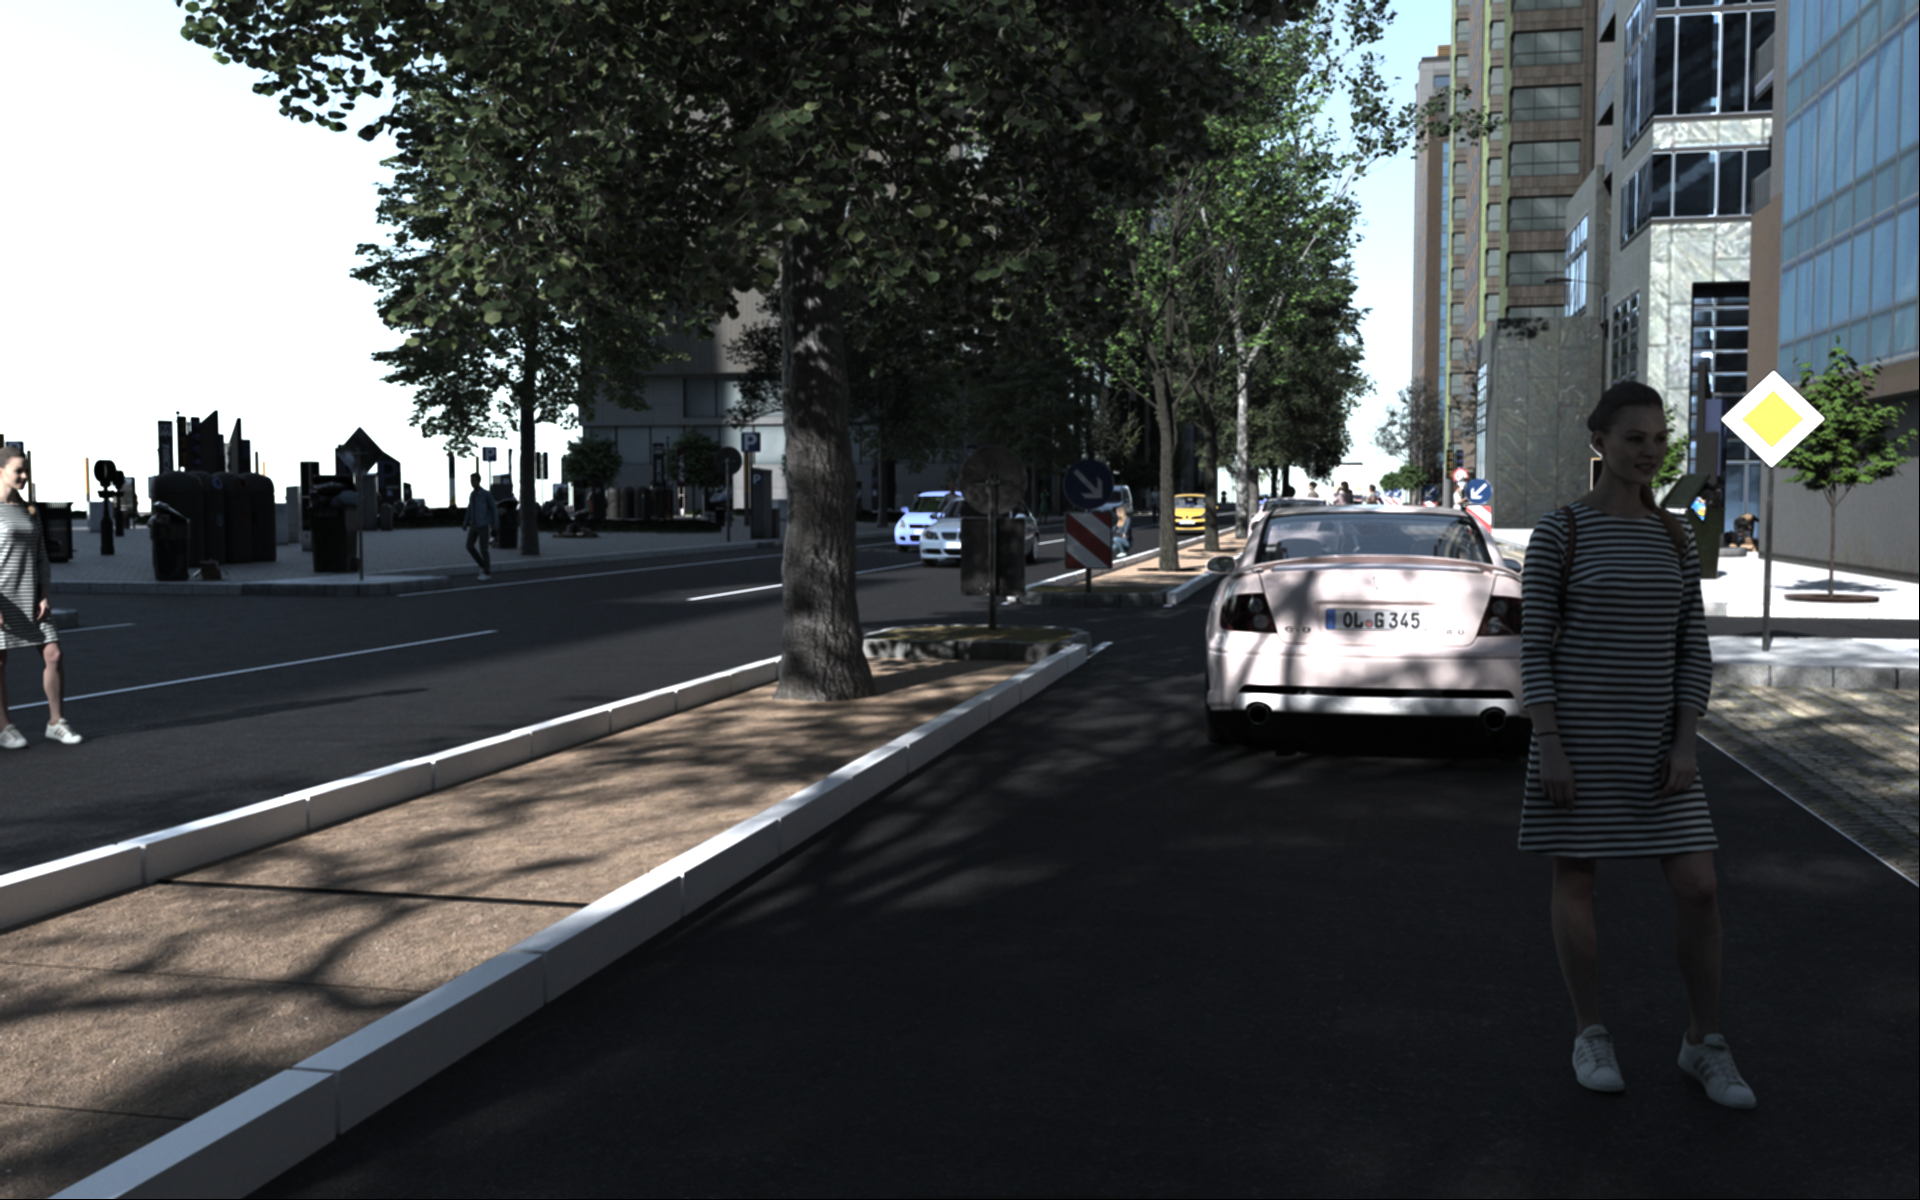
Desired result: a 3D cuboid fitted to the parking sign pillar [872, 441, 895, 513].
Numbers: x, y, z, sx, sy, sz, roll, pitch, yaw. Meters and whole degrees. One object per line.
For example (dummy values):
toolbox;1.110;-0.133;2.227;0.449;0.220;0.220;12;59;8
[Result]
parking sign pillar;-3.845;-6.029;87.048;1.447;3.967;1.447;3;5;40

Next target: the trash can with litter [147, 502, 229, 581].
trash can with litter;-11.544;-0.887;25.892;1.055;1.170;0.624;-2;4;-31

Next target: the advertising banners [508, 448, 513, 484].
advertising banners;-17.220;-4.240;65.505;0.090;3.025;2.074;0;4;4

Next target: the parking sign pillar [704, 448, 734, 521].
parking sign pillar;-11.593;-5.793;83.180;1.447;3.967;1.447;0;4;6

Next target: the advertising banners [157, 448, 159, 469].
advertising banners;-30.818;-4.349;67.296;0.090;3.025;2.074;0;4;-6

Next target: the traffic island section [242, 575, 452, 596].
traffic island section;-8.949;-0.218;25.842;2.009;0.180;2.903;1;4;13

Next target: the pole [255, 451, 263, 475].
pole;-33.448;-5.420;82.459;0.158;3.312;0.155;0;3;0

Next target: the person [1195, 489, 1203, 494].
person;15.003;-6.091;108.894;0.742;1.727;0.445;3;4;36

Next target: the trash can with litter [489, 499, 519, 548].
trash can with litter;-10.877;-1.815;41.062;0.624;1.170;1.055;-3;5;-39

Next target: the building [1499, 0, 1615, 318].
building;33.948;-19.212;85.818;14.160;30.474;14.107;1;4;13

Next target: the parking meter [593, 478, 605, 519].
parking meter;-13.249;-3.540;63.591;0.399;1.863;0.255;0;4;2

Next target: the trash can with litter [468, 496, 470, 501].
trash can with litter;-24.068;-4.497;84.582;1.678;1.210;2.233;0;4;1

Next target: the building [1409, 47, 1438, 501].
building;71.686;-42.257;232.898;21.231;58.520;28.212;1;4;13

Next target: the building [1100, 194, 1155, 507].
building;10.413;-24.056;165.023;14.160;30.474;14.107;1;4;13

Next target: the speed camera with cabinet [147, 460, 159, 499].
speed camera with cabinet;-38.947;-5.557;85.197;0.660;3.252;2.038;1;4;21

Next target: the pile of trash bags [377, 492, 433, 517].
pile of trash bags;-23.091;-3.735;70.811;1.912;1.369;3.447;1;4;16

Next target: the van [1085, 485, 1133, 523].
van;6.592;-4.248;76.466;2.013;2.044;4.112;1;4;13

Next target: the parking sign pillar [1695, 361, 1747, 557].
parking sign pillar;15.518;-2.893;35.778;1.447;3.967;1.447;2;4;31

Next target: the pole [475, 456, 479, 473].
pole;-25.901;-6.066;93.016;0.158;3.312;0.155;0;3;0

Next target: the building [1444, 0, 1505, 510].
building;43.937;-27.316;130.213;14.154;41.232;14.086;1;4;13

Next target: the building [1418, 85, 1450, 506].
building;57.900;-33.014;189.896;14.600;45.320;14.200;1;4;13

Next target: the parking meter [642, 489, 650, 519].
parking meter;-15.709;-4.790;86.719;0.372;1.533;0.369;0;3;0

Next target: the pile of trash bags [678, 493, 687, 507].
pile of trash bags;-18.121;-5.784;104.326;3.447;1.369;1.912;0;4;3

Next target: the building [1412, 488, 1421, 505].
building;70.882;-31.488;206.716;32.217;40.220;23.993;1;4;13

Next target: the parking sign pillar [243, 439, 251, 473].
parking sign pillar;-25.684;-4.483;61.765;1.447;3.967;1.447;-3;4;-36

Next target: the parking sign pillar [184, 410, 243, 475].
parking sign pillar;-24.369;-4.124;55.902;1.447;3.967;1.447;1;4;18

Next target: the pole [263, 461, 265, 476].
pole;-42.968;-6.919;106.966;0.158;3.312;0.155;0;3;0

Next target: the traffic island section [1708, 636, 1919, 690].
traffic island section;6.606;0.496;14.164;2.009;0.180;2.903;1;4;13

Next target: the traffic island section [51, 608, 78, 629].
traffic island section;-10.703;0.259;18.051;2.009;0.180;2.903;1;4;13

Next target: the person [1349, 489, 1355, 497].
person;24.555;-6.122;109.320;0.721;1.743;1.217;-2;4;-32

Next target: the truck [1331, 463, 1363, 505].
truck;35.692;-10.435;159.531;2.839;4.237;11.283;1;4;12

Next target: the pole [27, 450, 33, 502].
pole;-43.277;-5.306;80.599;0.158;3.312;0.155;0;3;0

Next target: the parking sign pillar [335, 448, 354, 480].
parking sign pillar;-35.839;-6.876;100.897;1.447;3.967;1.447;1;4;12

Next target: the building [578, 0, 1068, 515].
building;-7.650;-32.215;115.957;28.713;52.752;27.495;1;4;13

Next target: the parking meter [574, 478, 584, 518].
parking meter;-13.392;-3.375;60.896;0.255;1.863;0.399;0;4;6

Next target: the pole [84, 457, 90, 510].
pole;-48.099;-6.216;95.477;0.158;3.312;0.155;0;3;0

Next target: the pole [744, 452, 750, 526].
pole;-8.612;-4.654;69.941;0.158;3.312;0.155;0;3;0

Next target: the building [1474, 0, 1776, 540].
building;29.464;-45.332;53.856;22.319;86.520;31.000;1;4;13

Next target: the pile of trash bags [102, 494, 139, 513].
pile of trash bags;-51.574;-5.931;106.728;3.447;1.369;1.912;3;5;40

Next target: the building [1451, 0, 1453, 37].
building;53.033;-37.155;149.477;21.231;58.520;28.212;1;4;13

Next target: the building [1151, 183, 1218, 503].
building;24.365;-42.690;239.981;21.231;58.520;28.212;1;4;13

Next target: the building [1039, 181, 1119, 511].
building;0.414;-32.067;143.904;23.786;49.044;30.456;1;4;13

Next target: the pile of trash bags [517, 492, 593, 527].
pile of trash bags;-15.891;-3.608;68.742;3.447;1.369;1.912;-1;4;-19

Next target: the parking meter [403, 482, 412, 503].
parking meter;-26.416;-4.719;82.864;0.399;1.863;0.255;-1;4;-12

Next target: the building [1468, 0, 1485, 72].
building;41.578;-28.504;116.148;14.600;45.320;14.200;1;4;13

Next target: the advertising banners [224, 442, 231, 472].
advertising banners;-25.481;-3.872;59.490;2.074;3.025;0.090;3;5;43

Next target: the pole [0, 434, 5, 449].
pole;-32.253;-3.948;58.392;0.158;3.312;0.155;0;3;0

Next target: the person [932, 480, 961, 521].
person;-0.342;-1.824;38.997;0.731;1.740;0.598;-3;5;-39

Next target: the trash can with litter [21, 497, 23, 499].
trash can with litter;-60.420;-6.103;111.172;0.624;1.170;1.055;-1;4;-16

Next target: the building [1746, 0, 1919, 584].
building;20.839;-22.907;24.648;14.200;45.320;14.600;1;4;13

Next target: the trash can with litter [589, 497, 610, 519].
trash can with litter;-17.412;-4.396;83.266;1.055;1.170;0.624;-3;5;-45

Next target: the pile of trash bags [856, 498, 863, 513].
pile of trash bags;-6.166;-4.583;84.689;1.912;1.369;3.447;-3;5;-40

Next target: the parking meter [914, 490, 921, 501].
parking meter;-2.460;-5.592;99.843;0.372;1.533;0.369;0;3;0

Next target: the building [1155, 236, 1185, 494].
building;17.280;-25.686;191.662;14.160;30.474;14.107;1;4;13

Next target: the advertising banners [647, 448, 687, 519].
advertising banners;-11.077;-4.244;65.583;0.090;3.025;2.074;3;4;37

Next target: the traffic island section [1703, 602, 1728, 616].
traffic island section;8.360;0.020;21.955;2.009;0.180;2.903;1;4;13

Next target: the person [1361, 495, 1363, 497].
person;56.991;-14.517;246.648;0.742;1.727;0.445;-1;4;-19

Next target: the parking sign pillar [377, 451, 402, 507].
parking sign pillar;-32.725;-6.779;99.315;1.447;3.967;1.447;-1;4;-20
